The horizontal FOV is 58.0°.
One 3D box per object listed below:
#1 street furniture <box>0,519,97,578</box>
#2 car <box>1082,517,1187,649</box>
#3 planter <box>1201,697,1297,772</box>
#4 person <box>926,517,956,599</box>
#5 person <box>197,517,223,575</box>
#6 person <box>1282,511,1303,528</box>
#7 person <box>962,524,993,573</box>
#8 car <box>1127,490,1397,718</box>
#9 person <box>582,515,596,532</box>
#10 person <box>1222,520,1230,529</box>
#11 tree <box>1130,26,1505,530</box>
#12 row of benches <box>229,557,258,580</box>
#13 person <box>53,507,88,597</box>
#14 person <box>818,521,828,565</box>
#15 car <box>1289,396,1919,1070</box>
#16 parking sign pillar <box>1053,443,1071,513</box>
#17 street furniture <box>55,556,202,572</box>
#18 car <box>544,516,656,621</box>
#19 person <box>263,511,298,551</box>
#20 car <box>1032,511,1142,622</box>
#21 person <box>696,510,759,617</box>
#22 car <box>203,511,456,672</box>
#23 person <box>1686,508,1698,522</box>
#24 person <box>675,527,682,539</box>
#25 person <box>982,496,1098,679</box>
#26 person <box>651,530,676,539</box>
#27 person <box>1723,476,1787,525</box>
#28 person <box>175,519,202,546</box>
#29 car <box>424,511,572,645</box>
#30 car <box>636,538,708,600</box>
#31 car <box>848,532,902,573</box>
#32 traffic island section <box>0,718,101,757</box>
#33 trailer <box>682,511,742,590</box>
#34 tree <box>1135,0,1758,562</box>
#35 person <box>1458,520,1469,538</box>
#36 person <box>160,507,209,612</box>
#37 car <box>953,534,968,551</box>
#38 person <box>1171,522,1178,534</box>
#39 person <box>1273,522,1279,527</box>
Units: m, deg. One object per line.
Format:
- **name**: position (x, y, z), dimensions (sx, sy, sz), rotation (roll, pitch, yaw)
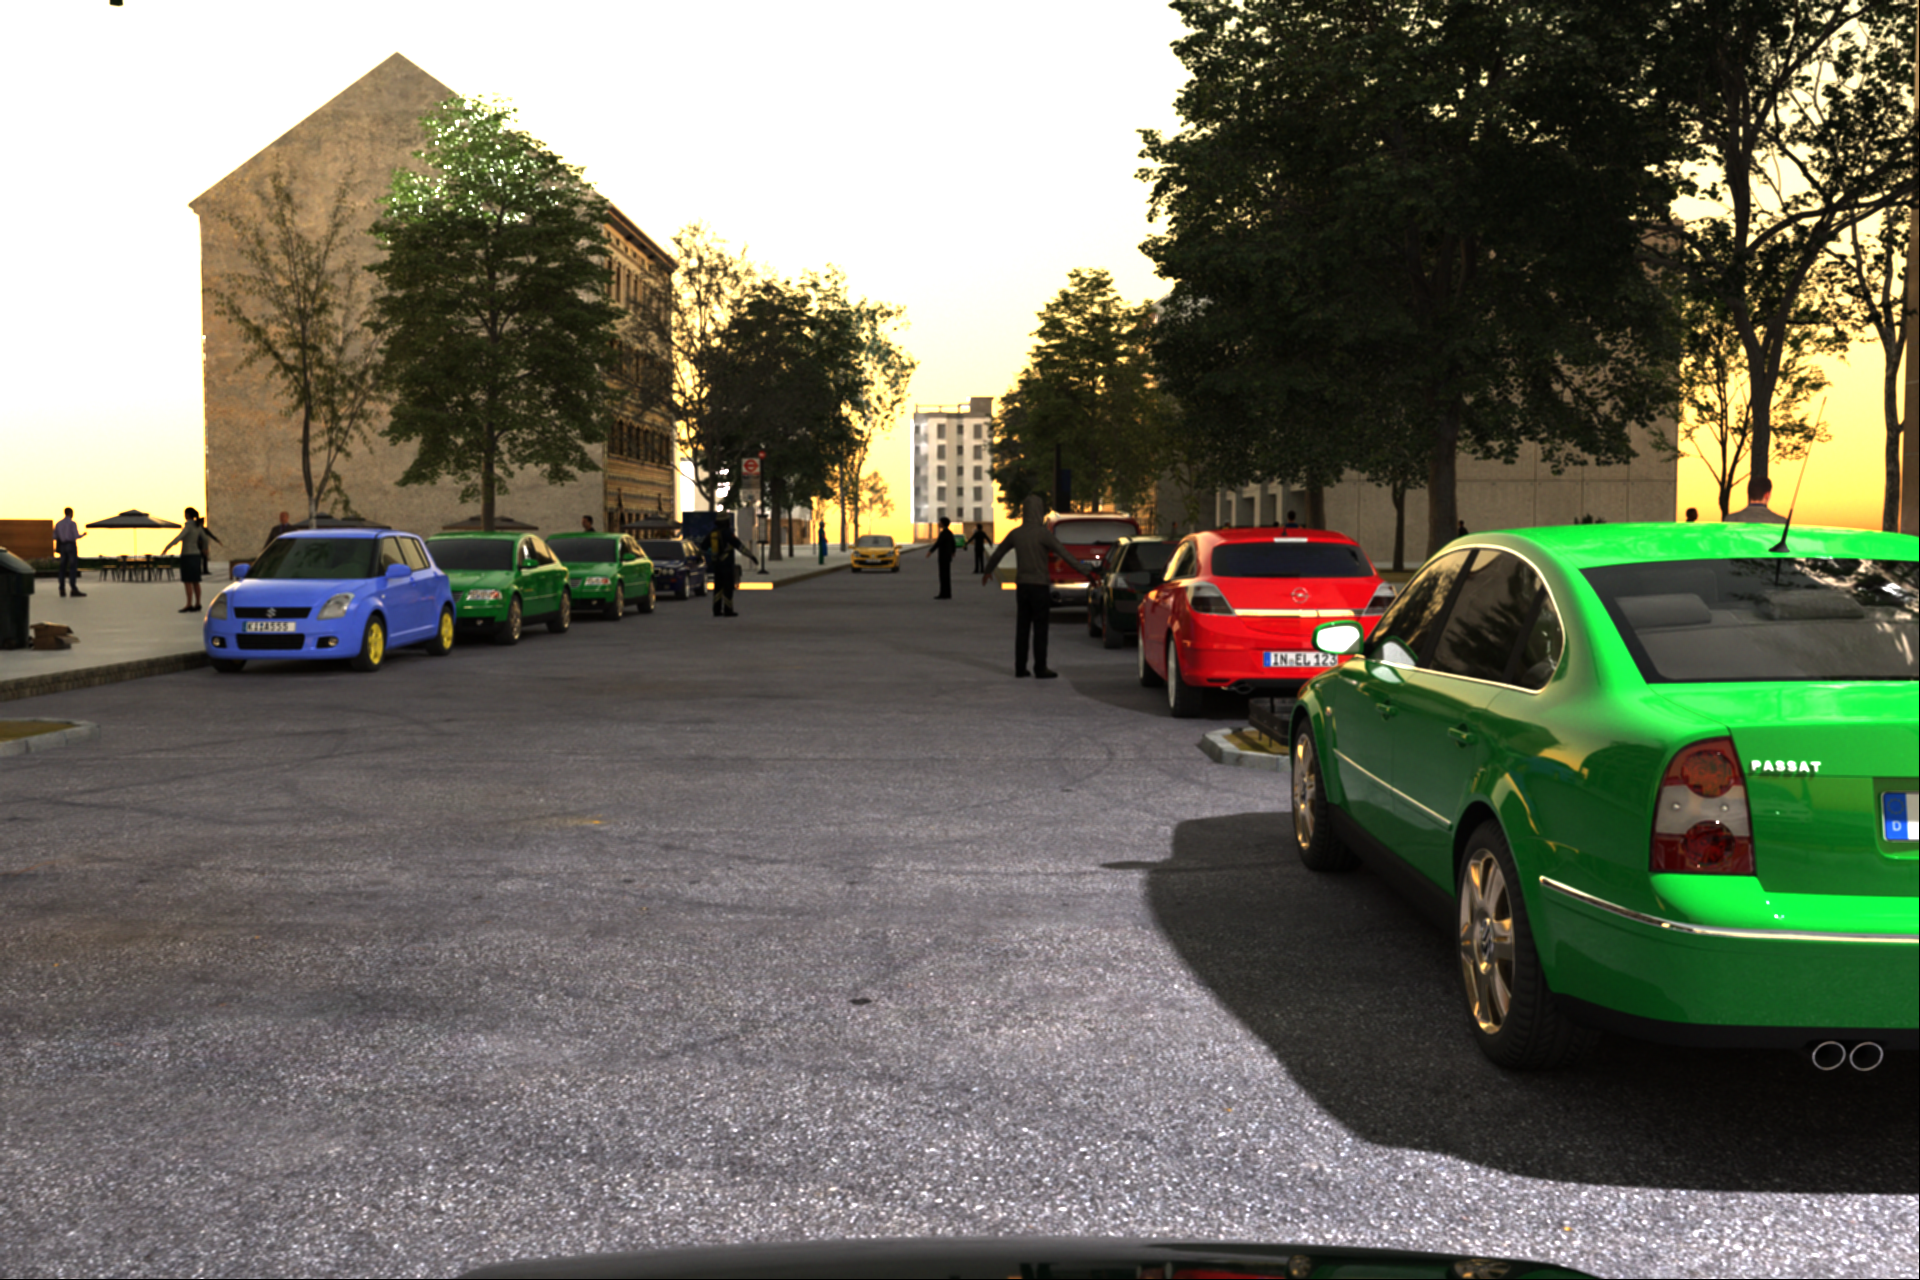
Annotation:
- **street furniture**: position (-30.575, -2.609, 49.519), dimensions (11.010, 1.723, 9.812), rotation (2, 4, 34)
- **car**: position (2.645, -0.807, 22.985), dimensions (2.009, 1.686, 4.222), rotation (0, 4, 0)
- **planter**: position (2.616, 0.605, 11.255), dimensions (1.991, 0.319, 1.994), rotation (0, 4, 0)
- **person**: position (-0.364, -1.814, 38.309), dimensions (0.705, 1.806, 1.347), rotation (2, 4, 25)
- **person**: position (-23.937, -2.986, 54.751), dimensions (1.347, 1.837, 0.705), rotation (1, 4, 17)
- **person**: position (7.493, -2.022, 39.222), dimensions (1.345, 1.807, 0.704), rotation (0, 4, 2)
- **person**: position (0.685, -3.338, 63.220), dimensions (1.347, 1.806, 0.705), rotation (-3, 4, -36)
- **car**: position (2.558, -0.363, 14.975), dimensions (2.155, 1.783, 4.494), rotation (0, 4, 1)
- **person**: position (-7.611, -1.635, 35.329), dimensions (0.704, 1.812, 1.346), rotation (-3, 4, -37)
- **person**: position (10.265, -3.699, 66.455), dimensions (0.705, 1.833, 1.349), rotation (-1, 4, -19)
- **tree**: position (8.770, -8.328, 42.822), dimensions (9.857, 13.997, 8.962), rotation (0, 3, 0)
- **row of benches**: position (-18.224, -2.019, 48.481), dimensions (4.104, 0.672, 1.422), rotation (0, 4, -5)
- **person**: position (-18.245, -1.818, 35.634), dimensions (0.709, 1.838, 0.599), rotation (1, 4, 14)
- **person**: position (-5.656, -3.988, 71.337), dimensions (0.704, 1.817, 1.347), rotation (-1, 4, -16)
- **car**: position (2.317, 0.172, 5.992), dimensions (1.959, 1.807, 4.718), rotation (0, 4, 1)
- **parking sign pillar**: position (3.047, -3.899, 52.221), dimensions (1.447, 3.967, 1.447), rotation (0, 4, -1)
- **street furniture**: position (-32.229, -2.784, 61.150), dimensions (10.072, 0.657, 5.734), rotation (-2, 4, -24)
- **car**: position (-6.474, -1.299, 30.036), dimensions (1.959, 1.807, 4.718), rotation (0, 4, 1)
- **person**: position (-14.091, -1.808, 36.151), dimensions (0.990, 1.755, 0.434), rotation (0, 4, 6)
- **car**: position (2.133, -1.297, 29.872), dimensions (2.281, 1.827, 5.304), rotation (0, 4, -1)
- **person**: position (-4.107, -1.341, 30.166), dimensions (1.354, 1.856, 0.705), rotation (2, 4, 31)
- **car**: position (-6.879, -0.582, 19.103), dimensions (1.945, 1.707, 3.694), rotation (0, 4, 1)
- **person**: position (14.727, -1.753, 34.846), dimensions (0.705, 1.807, 1.348), rotation (2, 4, 33)
- **person**: position (-7.332, -2.499, 47.044), dimensions (0.705, 1.806, 1.347), rotation (3, 4, 37)
- **person**: position (0.743, -0.532, 17.288), dimensions (1.348, 1.813, 0.705), rotation (2, 4, 35)
- **person**: position (-12.919, -4.284, 75.815), dimensions (1.354, 1.858, 0.705), rotation (-1, 4, -12)
- **person**: position (6.626, -0.475, 14.334), dimensions (0.617, 1.759, 0.750), rotation (3, 5, 43)
- **person**: position (-23.624, -2.852, 53.095), dimensions (0.721, 1.772, 1.216), rotation (1, 4, 13)
- **car**: position (-6.591, -0.913, 23.724), dimensions (1.959, 1.807, 4.718), rotation (0, 4, 0)
- **car**: position (-6.738, -1.600, 38.737), dimensions (1.945, 1.354, 3.894), rotation (0, 4, 1)
- **car**: position (-3.179, -3.377, 65.432), dimensions (2.015, 1.641, 3.980), rotation (0, 3, 0)
- **traffic island section**: position (-7.051, 0.681, 11.724), dimensions (1.991, 0.108, 1.994), rotation (0, 4, 1)
- **trailer**: position (-6.484, -2.272, 44.198), dimensions (1.471, 1.999, 3.904), rotation (0, 4, 0)
- **tree**: position (8.191, -7.513, 29.488), dimensions (9.857, 13.997, 8.962), rotation (0, 3, 0)
- **person**: position (18.980, -3.638, 65.706), dimensions (1.346, 1.802, 0.704), rotation (-3, 4, -38)
- **person**: position (-12.741, -1.327, 28.530), dimensions (0.721, 1.735, 1.217), rotation (1, 4, 9)
- **car**: position (-0.272, -8.751, 151.877), dimensions (1.959, 1.807, 4.718), rotation (0, 4, -1)
- **person**: position (9.173, -4.132, 73.823), dimensions (0.705, 1.796, 1.348), rotation (1, 4, 15)
- **person**: position (11.812, -3.529, 64.416), dimensions (1.216, 1.740, 0.721), rotation (3, 5, 42)
